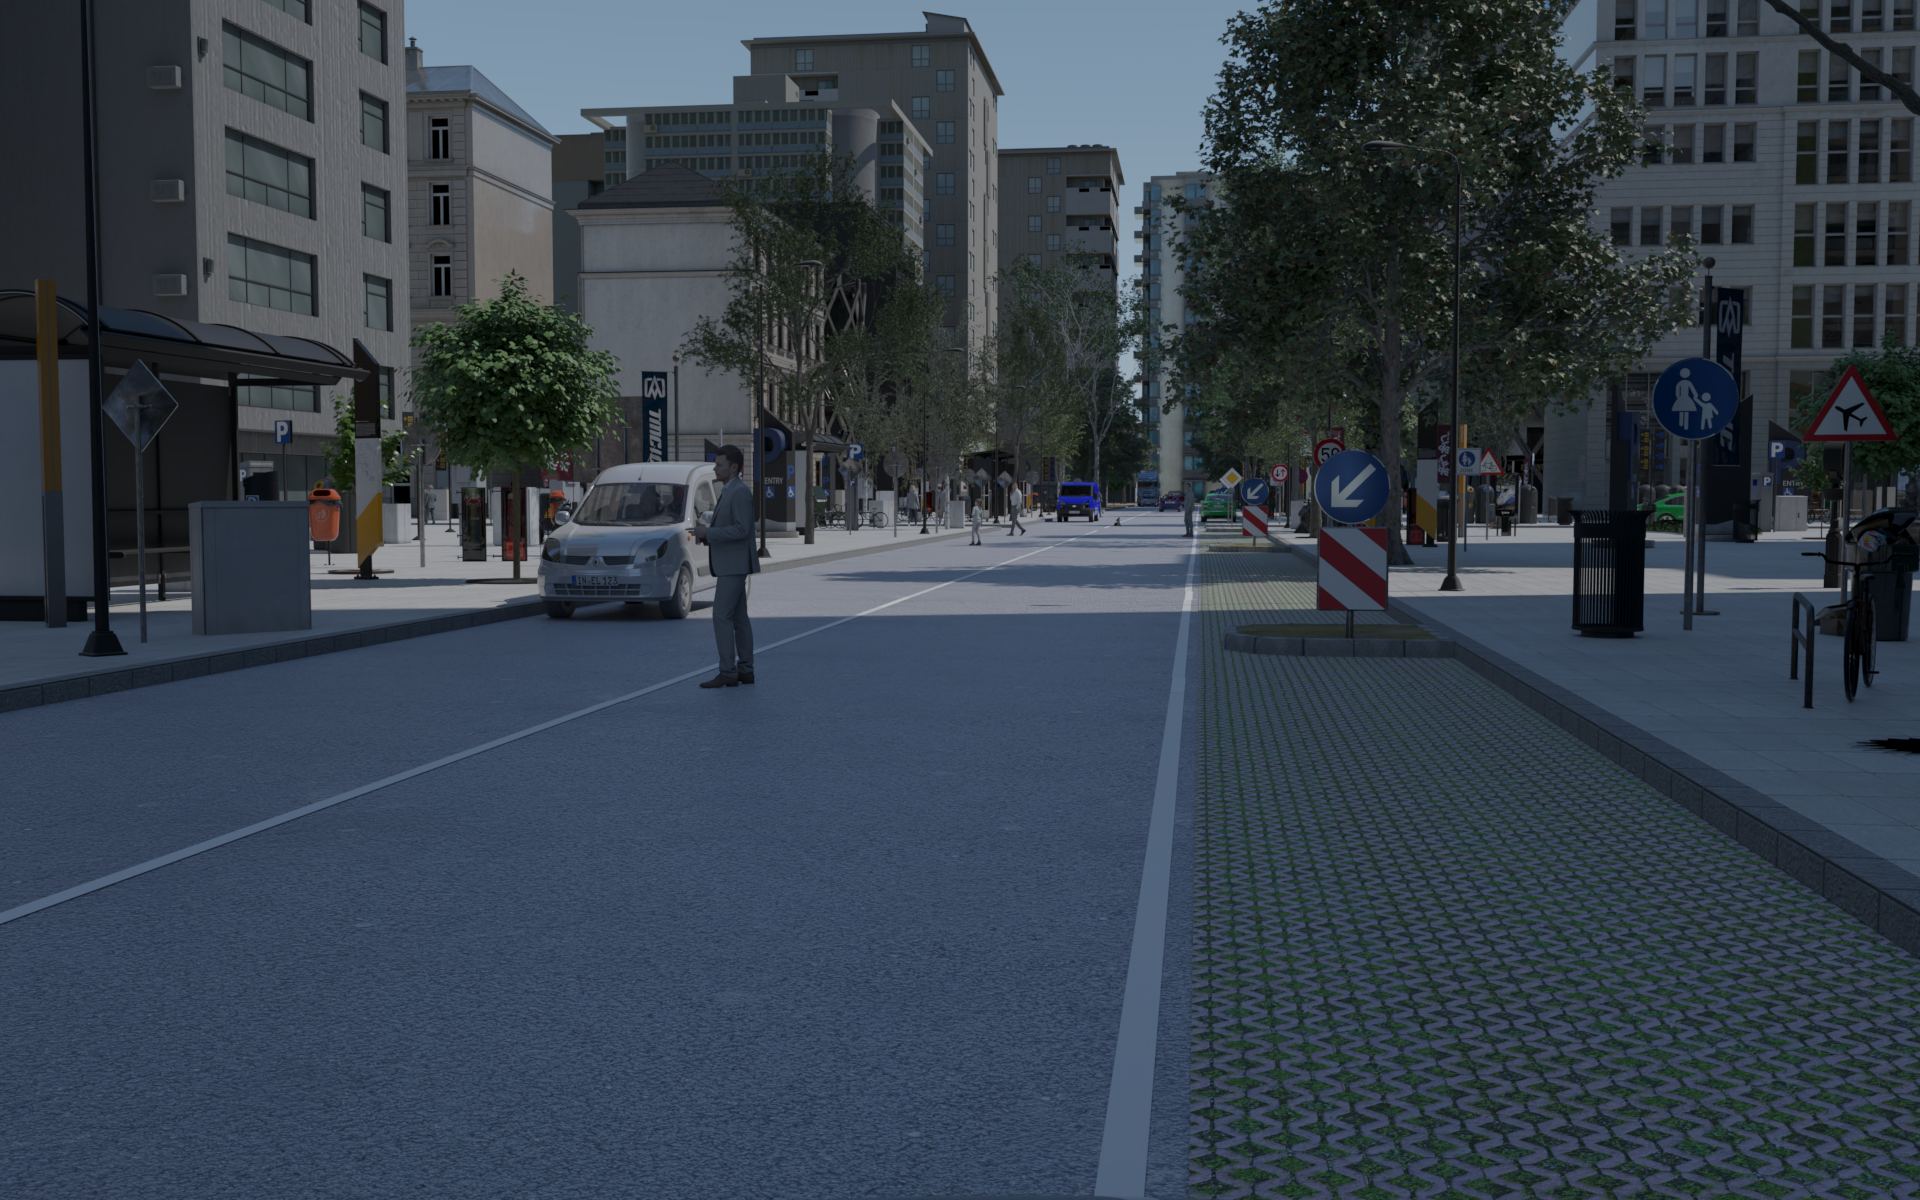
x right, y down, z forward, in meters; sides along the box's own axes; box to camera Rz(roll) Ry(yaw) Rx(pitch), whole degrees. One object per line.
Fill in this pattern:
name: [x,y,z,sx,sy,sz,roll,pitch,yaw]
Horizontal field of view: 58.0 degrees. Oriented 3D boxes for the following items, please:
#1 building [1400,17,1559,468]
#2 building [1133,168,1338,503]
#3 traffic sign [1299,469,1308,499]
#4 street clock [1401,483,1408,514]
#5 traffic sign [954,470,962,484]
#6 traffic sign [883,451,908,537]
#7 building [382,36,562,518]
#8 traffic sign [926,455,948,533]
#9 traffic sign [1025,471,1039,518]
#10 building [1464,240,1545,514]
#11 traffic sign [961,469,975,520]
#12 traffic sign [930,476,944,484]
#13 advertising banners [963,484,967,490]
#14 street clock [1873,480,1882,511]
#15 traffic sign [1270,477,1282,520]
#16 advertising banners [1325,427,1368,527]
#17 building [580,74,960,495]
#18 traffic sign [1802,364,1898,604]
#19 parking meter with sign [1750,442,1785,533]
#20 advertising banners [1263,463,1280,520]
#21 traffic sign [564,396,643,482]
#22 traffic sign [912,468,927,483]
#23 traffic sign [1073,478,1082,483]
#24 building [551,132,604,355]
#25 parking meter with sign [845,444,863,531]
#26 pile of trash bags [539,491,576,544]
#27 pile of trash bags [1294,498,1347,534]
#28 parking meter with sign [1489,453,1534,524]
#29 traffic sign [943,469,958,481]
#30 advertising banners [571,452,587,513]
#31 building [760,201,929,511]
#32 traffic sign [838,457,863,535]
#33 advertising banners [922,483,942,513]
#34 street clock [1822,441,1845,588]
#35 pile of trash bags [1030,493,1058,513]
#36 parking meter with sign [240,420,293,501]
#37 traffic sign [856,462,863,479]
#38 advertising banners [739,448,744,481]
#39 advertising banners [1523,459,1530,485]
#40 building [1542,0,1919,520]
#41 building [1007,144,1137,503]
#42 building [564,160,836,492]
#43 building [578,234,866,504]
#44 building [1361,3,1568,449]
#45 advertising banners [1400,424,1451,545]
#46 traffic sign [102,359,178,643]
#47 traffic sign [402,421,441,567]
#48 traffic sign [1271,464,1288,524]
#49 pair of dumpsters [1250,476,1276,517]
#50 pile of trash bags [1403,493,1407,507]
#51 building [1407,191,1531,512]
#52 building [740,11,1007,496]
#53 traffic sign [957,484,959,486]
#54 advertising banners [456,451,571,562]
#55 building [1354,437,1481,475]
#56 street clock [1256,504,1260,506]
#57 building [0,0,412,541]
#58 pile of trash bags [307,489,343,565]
building: [45.688,-28.736,153.424,14.154,41.232,14.086,0,4,8]
building: [41.009,-38.871,255.154,30.456,49.044,23.786,0,4,8]
traffic sign: [17.228,-5.358,87.707,0.768,2.556,0.104,1,4,10]
street clock: [28.870,-6.607,112.602,0.358,2.002,0.471,3,5,43]
traffic sign: [-0.219,-5.645,92.402,0.768,2.556,0.104,1,4,10]
traffic sign: [-1.920,-3.136,51.373,0.768,2.556,0.104,1,4,15]
building: [-37.096,-18.496,99.669,25.104,27.353,12.463,0,4,8]
traffic sign: [-0.762,-3.449,56.502,0.768,2.556,0.104,1,4,17]
traffic sign: [3.910,-5.767,94.393,0.768,2.556,0.104,1,4,9]
building: [42.301,-15.179,115.626,16.820,18.784,16.811,0,4,8]
traffic sign: [0.398,-5.329,87.228,0.768,2.556,0.104,1,4,14]
traffic sign: [-1.200,-5.482,89.736,0.768,2.556,0.104,1,4,16]
advertising banners: [0.658,-6.575,103.683,0.090,3.025,2.074,2,4,30]
street clock: [32.760,-3.497,61.749,0.358,2.002,0.471,0,4,4]
traffic sign: [15.691,-5.127,85.948,0.606,2.300,0.079,1,4,16]
advertising banners: [10.478,-2.985,44.993,2.074,3.025,0.090,2,4,29]
building: [-16.552,-28.924,164.793,32.217,40.220,23.993,0,4,8]
traffic sign: [8.950,-1.069,17.476,0.884,2.594,0.081,1,4,12]
parking meter with sign: [27.093,-3.806,58.482,0.543,3.016,1.738,0,4,-3]
advertising banners: [15.722,-5.573,87.302,0.090,3.025,2.074,-1,4,-17]
traffic sign: [-7.293,-2.589,36.199,2.265,3.308,0.079,1,4,17]
traffic sign: [-1.998,-5.185,84.874,0.768,2.556,0.104,1,4,13]
traffic sign: [9.407,-8.487,138.875,0.768,2.556,0.104,1,4,10]
building: [-45.233,-34.323,211.292,14.200,45.320,14.600,0,4,8]
parking meter with sign: [-3.782,-3.944,60.746,0.543,3.016,1.738,-1,4,-11]
pile of trash bags: [-10.873,-2.210,45.878,1.912,1.369,3.447,0,4,-6]
pile of trash bags: [12.115,-2.795,55.446,1.912,1.369,3.447,-1,4,-13]
parking meter with sign: [23.327,-4.711,73.281,1.738,3.016,0.543,2,4,26]
traffic sign: [-0.497,-5.453,89.269,0.768,2.556,0.104,1,4,12]
advertising banners: [-7.446,-2.391,35.284,2.074,3.025,0.090,1,4,23]
building: [-9.832,-18.976,139.929,12.332,23.373,15.834,0,4,8]
traffic sign: [-3.418,-3.224,53.894,0.795,2.450,0.064,1,4,11]
advertising banners: [-2.055,-7.056,111.549,2.074,3.025,0.090,-1,4,-14]
street clock: [11.933,-1.166,23.627,0.358,2.002,0.471,3,5,40]
pile of trash bags: [7.097,-7.528,132.837,3.447,1.369,1.912,1,4,11]
parking meter with sign: [-16.391,-2.690,40.240,0.543,3.016,1.738,2,4,32]
traffic sign: [-4.119,-4.079,66.805,0.768,2.556,0.104,1,4,16]
advertising banners: [-8.888,-4.332,67.017,0.090,3.025,2.074,-3,4,-38]
advertising banners: [27.807,-5.523,86.491,0.090,3.025,2.074,-1,4,-16]
building: [46.123,-18.970,87.651,29.804,29.767,11.434,0,4,8]
building: [12.507,-41.064,260.639,27.495,52.752,28.713,0,4,8]
building: [-14.319,-14.421,100.408,10.561,19.102,19.286,0,4,8]
building: [-15.107,-15.368,118.714,16.820,18.784,16.811,0,4,8]
building: [53.432,-52.672,173.863,22.319,86.520,31.000,0,4,8]
advertising banners: [11.434,-2.893,43.493,2.074,3.025,0.090,0,4,-6]
traffic sign: [-7.038,-0.837,14.870,0.795,2.450,0.064,1,4,17]
traffic sign: [-9.413,-1.845,30.268,0.768,2.556,0.104,1,4,13]
traffic sign: [13.530,-4.471,73.214,0.768,2.556,0.104,1,4,15]
pair of dumpsters: [16.623,-5.683,95.406,1.574,2.255,4.437,0,4,8]
pile of trash bags: [29.774,-6.142,110.166,3.447,1.369,1.912,-1,4,-14]
building: [42.220,-19.358,134.528,12.078,24.808,19.932,0,4,8]
building: [-10.120,-37.339,199.723,27.495,52.752,28.713,0,4,8]
traffic sign: [-0.245,-5.784,95.759,0.795,2.450,0.064,1,4,11]
advertising banners: [-8.514,-2.246,32.905,2.074,3.025,0.090,0,4,-3]
building: [52.436,-33.521,198.180,14.600,45.320,14.200,0,4,8]
street clock: [15.589,-5.257,90.527,0.358,2.002,0.471,-2,4,-34]
building: [-23.601,-16.863,47.413,14.107,30.474,14.160,0,4,8]
pile of trash bags: [-12.745,-1.288,30.817,3.447,1.369,1.912,0,4,-6]
